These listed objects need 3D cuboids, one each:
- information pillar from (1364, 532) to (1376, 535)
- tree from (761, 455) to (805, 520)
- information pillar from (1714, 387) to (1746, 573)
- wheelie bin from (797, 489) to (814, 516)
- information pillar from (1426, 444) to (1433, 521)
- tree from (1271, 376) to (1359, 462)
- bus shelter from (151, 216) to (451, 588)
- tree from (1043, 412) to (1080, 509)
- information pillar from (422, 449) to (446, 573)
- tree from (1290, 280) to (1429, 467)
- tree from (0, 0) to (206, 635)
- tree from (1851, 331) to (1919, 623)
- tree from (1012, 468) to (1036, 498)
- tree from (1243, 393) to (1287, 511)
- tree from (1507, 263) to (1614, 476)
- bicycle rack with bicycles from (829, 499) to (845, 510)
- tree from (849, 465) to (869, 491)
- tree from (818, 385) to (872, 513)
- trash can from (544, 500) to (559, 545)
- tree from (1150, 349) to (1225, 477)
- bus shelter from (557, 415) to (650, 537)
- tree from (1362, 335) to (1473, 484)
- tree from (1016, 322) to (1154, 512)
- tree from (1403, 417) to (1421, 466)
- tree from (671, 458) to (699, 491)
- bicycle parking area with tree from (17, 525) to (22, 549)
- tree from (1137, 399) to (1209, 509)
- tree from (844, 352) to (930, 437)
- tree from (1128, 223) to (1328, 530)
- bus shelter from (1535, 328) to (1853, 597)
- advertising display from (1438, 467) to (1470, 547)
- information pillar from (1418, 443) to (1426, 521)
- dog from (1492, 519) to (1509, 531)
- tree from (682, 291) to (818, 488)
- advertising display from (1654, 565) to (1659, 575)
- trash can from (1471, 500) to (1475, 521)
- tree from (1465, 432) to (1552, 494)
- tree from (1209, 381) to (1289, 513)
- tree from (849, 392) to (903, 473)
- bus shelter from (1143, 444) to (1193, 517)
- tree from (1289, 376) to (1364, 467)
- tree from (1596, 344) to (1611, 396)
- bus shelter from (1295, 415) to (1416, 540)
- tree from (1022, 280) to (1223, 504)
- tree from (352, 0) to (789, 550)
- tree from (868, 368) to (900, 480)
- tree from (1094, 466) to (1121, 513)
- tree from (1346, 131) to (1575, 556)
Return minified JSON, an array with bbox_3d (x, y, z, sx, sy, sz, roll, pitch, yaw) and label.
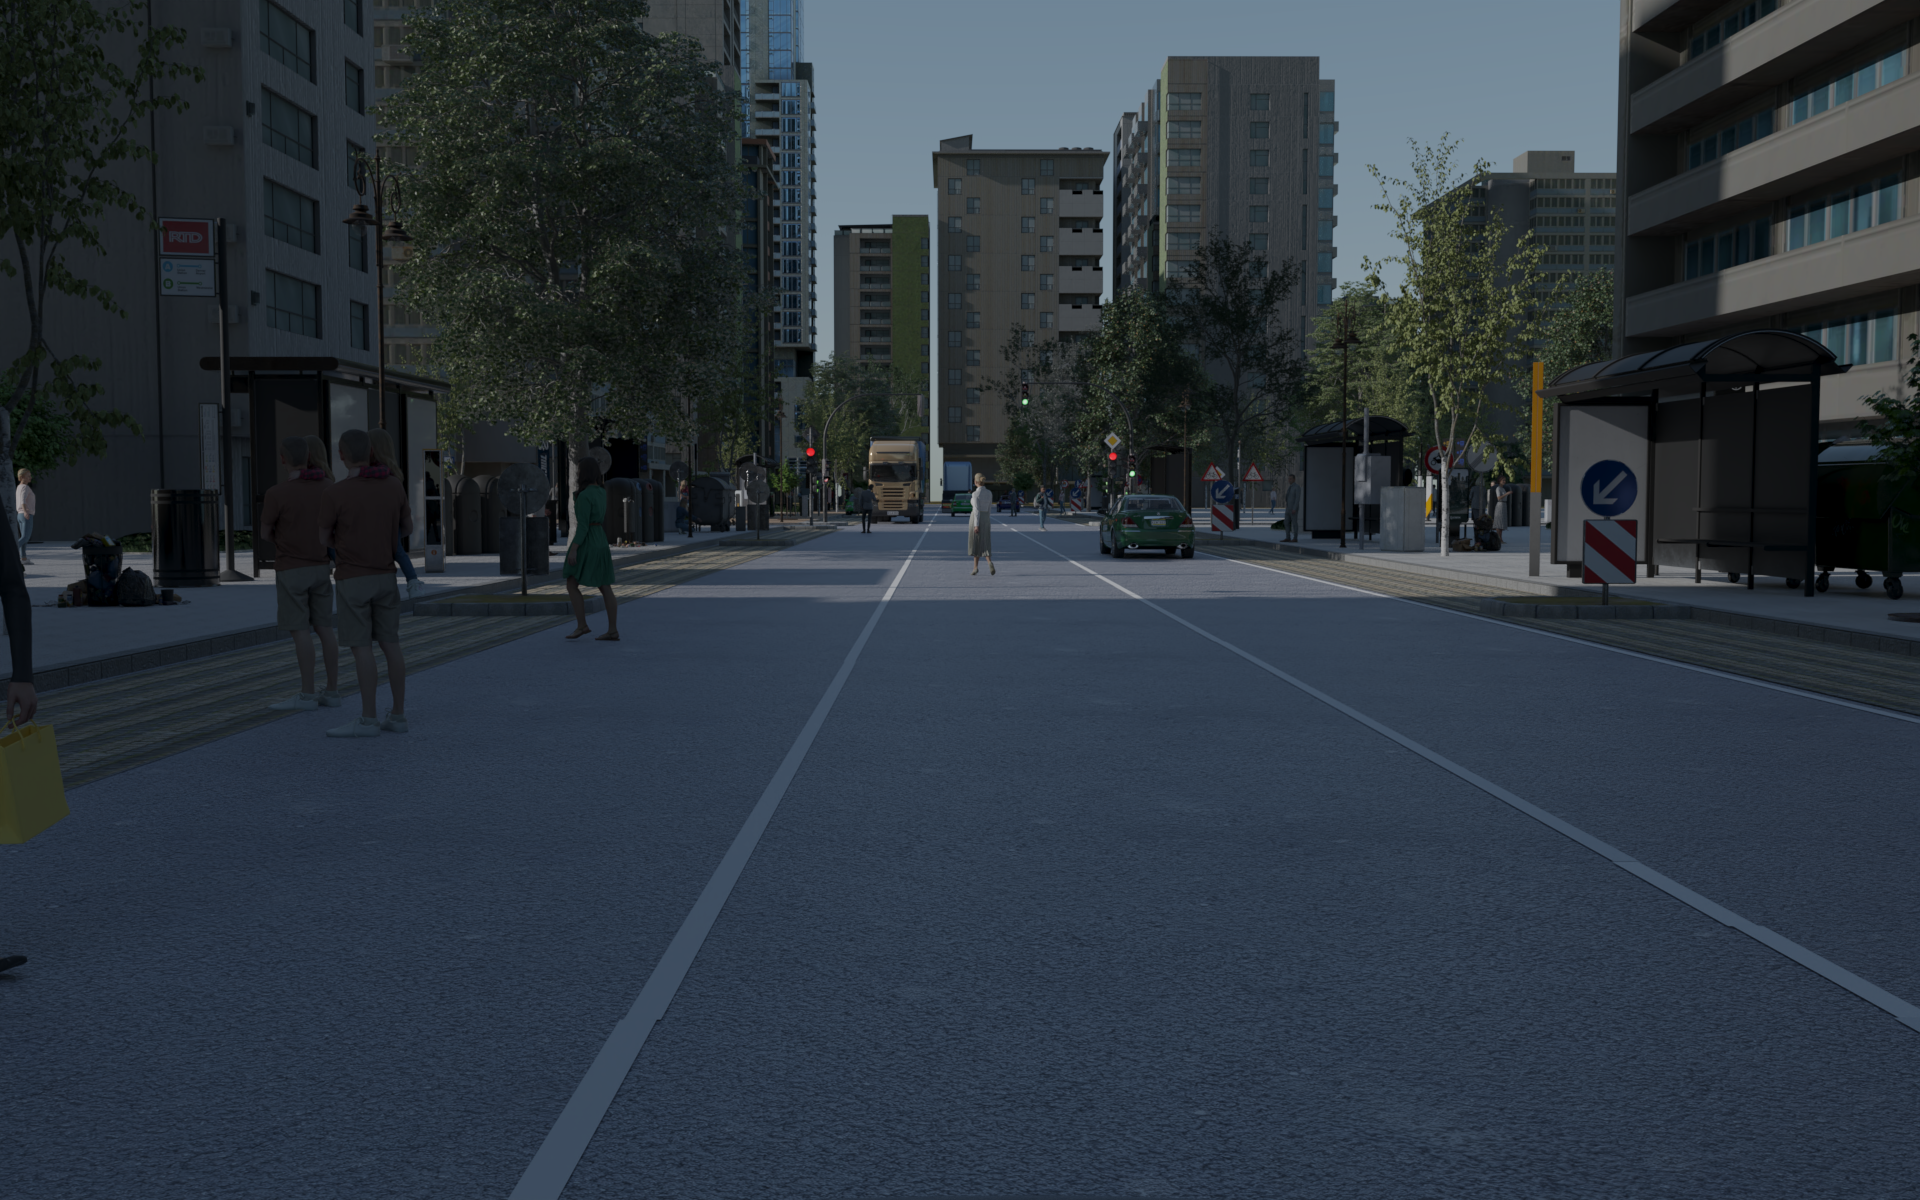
[{"bbox_3d":[12.935,-3.065,54.600,0.304,2.012,0.304,2,4,31],"label":"information pillar"},{"bbox_3d":[-8.746,-5.619,86.475,1.663,3.219,1.824,0,3,0],"label":"tree"},{"bbox_3d":[12.505,-2.252,28.179,0.504,3.616,0.183,0,4,7],"label":"information pillar"},{"bbox_3d":[-8.972,-5.646,100.224,0.980,1.594,0.693,-2,4,-30],"label":"wheelie bin"},{"bbox_3d":[22.048,-5.503,81.324,0.183,3.616,0.504,-1,4,-12],"label":"information pillar"},{"bbox_3d":[29.888,-13.325,143.612,9.928,11.665,9.643,0,3,0],"label":"tree"},{"bbox_3d":[-10.524,-3.072,27.864,2.179,5.291,8.768,0,4,0],"label":"bus shelter"},{"bbox_3d":[8.797,-12.038,147.182,4.360,8.622,3.978,0,3,0],"label":"tree"},{"bbox_3d":[-8.556,-1.450,28.194,0.304,2.012,0.304,-1,4,-10],"label":"information pillar"},{"bbox_3d":[21.264,-10.682,92.771,7.486,12.596,7.792,0,3,0],"label":"tree"},{"bbox_3d":[-8.673,-3.973,15.320,4.737,8.622,4.395,0,3,0],"label":"tree"},{"bbox_3d":[9.864,-1.401,17.508,1.663,3.219,1.824,0,3,0],"label":"tree"},{"bbox_3d":[8.116,-14.462,220.161,4.285,4.588,4.351,0,3,0],"label":"tree"},{"bbox_3d":[21.814,-10.834,127.500,4.737,8.622,4.395,0,3,0],"label":"tree"},{"bbox_3d":[31.995,-10.344,86.129,9.611,12.733,9.660,0,3,0],"label":"tree"},{"bbox_3d":[-9.555,-7.730,139.767,2.852,0.926,2.925,1,4,22],"label":"bicycle rack with bicycles"},{"bbox_3d":[-9.328,-11.287,168.253,4.285,4.588,4.351,0,3,0],"label":"tree"},{"bbox_3d":[-9.161,-10.067,114.950,4.737,8.622,4.395,0,3,0],"label":"tree"},{"bbox_3d":[-10.415,-1.941,43.391,0.748,1.137,0.748,0,3,0],"label":"trash can"},{"bbox_3d":[17.318,-13.283,135.302,7.486,12.596,7.792,0,3,0],"label":"tree"},{"bbox_3d":[-11.077,-3.850,54.229,1.731,3.624,6.357,0,4,0],"label":"bus shelter"},{"bbox_3d":[30.786,-12.317,118.386,9.611,12.733,9.660,0,3,0],"label":"tree"},{"bbox_3d":[9.255,-12.961,122.289,12.009,13.543,11.850,0,3,0],"label":"tree"},{"bbox_3d":[32.345,-10.822,127.301,4.360,8.622,3.978,0,3,0],"label":"tree"},{"bbox_3d":[-14.418,-5.952,91.914,1.663,3.219,1.824,0,3,0],"label":"tree"},{"bbox_3d":[-23.374,-2.866,33.865,8.231,4.147,9.016,0,4,-1],"label":"bicycle parking area with tree"},{"bbox_3d":[12.567,-9.327,102.855,4.360,8.622,3.978,0,3,0],"label":"tree"},{"bbox_3d":[-9.938,-22.875,229.895,12.611,20.169,13.585,0,3,0],"label":"tree"},{"bbox_3d":[9.289,-7.726,60.727,7.601,10.594,8.767,-2,4,-26],"label":"tree"},{"bbox_3d":[9.868,-1.837,23.954,2.014,3.302,5.546,0,4,0],"label":"bus shelter"},{"bbox_3d":[11.978,-2.252,42.028,0.974,1.923,0.123,-2,4,-32],"label":"advertising display"},{"bbox_3d":[21.165,-5.401,79.653,0.183,3.616,0.504,0,4,4],"label":"information pillar"},{"bbox_3d":[18.871,-2.633,60.783,0.550,0.427,0.748,-1,4,-15],"label":"dog"},{"bbox_3d":[-8.404,-6.900,63.180,4.737,8.622,4.395,0,3,0],"label":"tree"},{"bbox_3d":[11.122,-1.377,27.724,0.123,1.923,0.974,1,4,15],"label":"advertising display"},{"bbox_3d":[23.976,-4.189,80.144,0.748,1.137,0.748,0,3,0],"label":"trash can"},{"bbox_3d":[51.434,-10.787,139.272,20.602,7.101,11.467,0,4,-5],"label":"tree"},{"bbox_3d":[19.247,-10.157,116.430,4.360,8.622,3.978,0,3,0],"label":"tree"},{"bbox_3d":[-9.194,-16.635,190.106,7.486,12.596,7.792,0,3,0],"label":"tree"},{"bbox_3d":[10.102,-5.688,84.280,1.731,3.624,6.357,0,4,0],"label":"bus shelter"},{"bbox_3d":[21.923,-9.208,100.920,4.360,8.622,3.978,0,3,0],"label":"tree"},{"bbox_3d":[26.587,-7.092,66.320,4.360,8.622,3.978,0,3,0],"label":"tree"},{"bbox_3d":[10.643,-3.253,47.107,2.014,3.302,5.546,0,4,0],"label":"bus shelter"},{"bbox_3d":[9.493,-10.776,93.190,9.611,12.733,9.660,0,3,0],"label":"tree"},{"bbox_3d":[-8.547,-8.098,39.065,9.857,13.997,8.962,0,3,0],"label":"tree"},{"bbox_3d":[-9.912,-14.994,151.808,9.857,13.997,8.962,0,3,0],"label":"tree"},{"bbox_3d":[9.138,-6.815,106.027,1.663,3.219,1.824,0,3,0],"label":"tree"},{"bbox_3d":[10.056,-5.199,35.365,4.737,8.622,4.395,0,3,0],"label":"tree"}]
